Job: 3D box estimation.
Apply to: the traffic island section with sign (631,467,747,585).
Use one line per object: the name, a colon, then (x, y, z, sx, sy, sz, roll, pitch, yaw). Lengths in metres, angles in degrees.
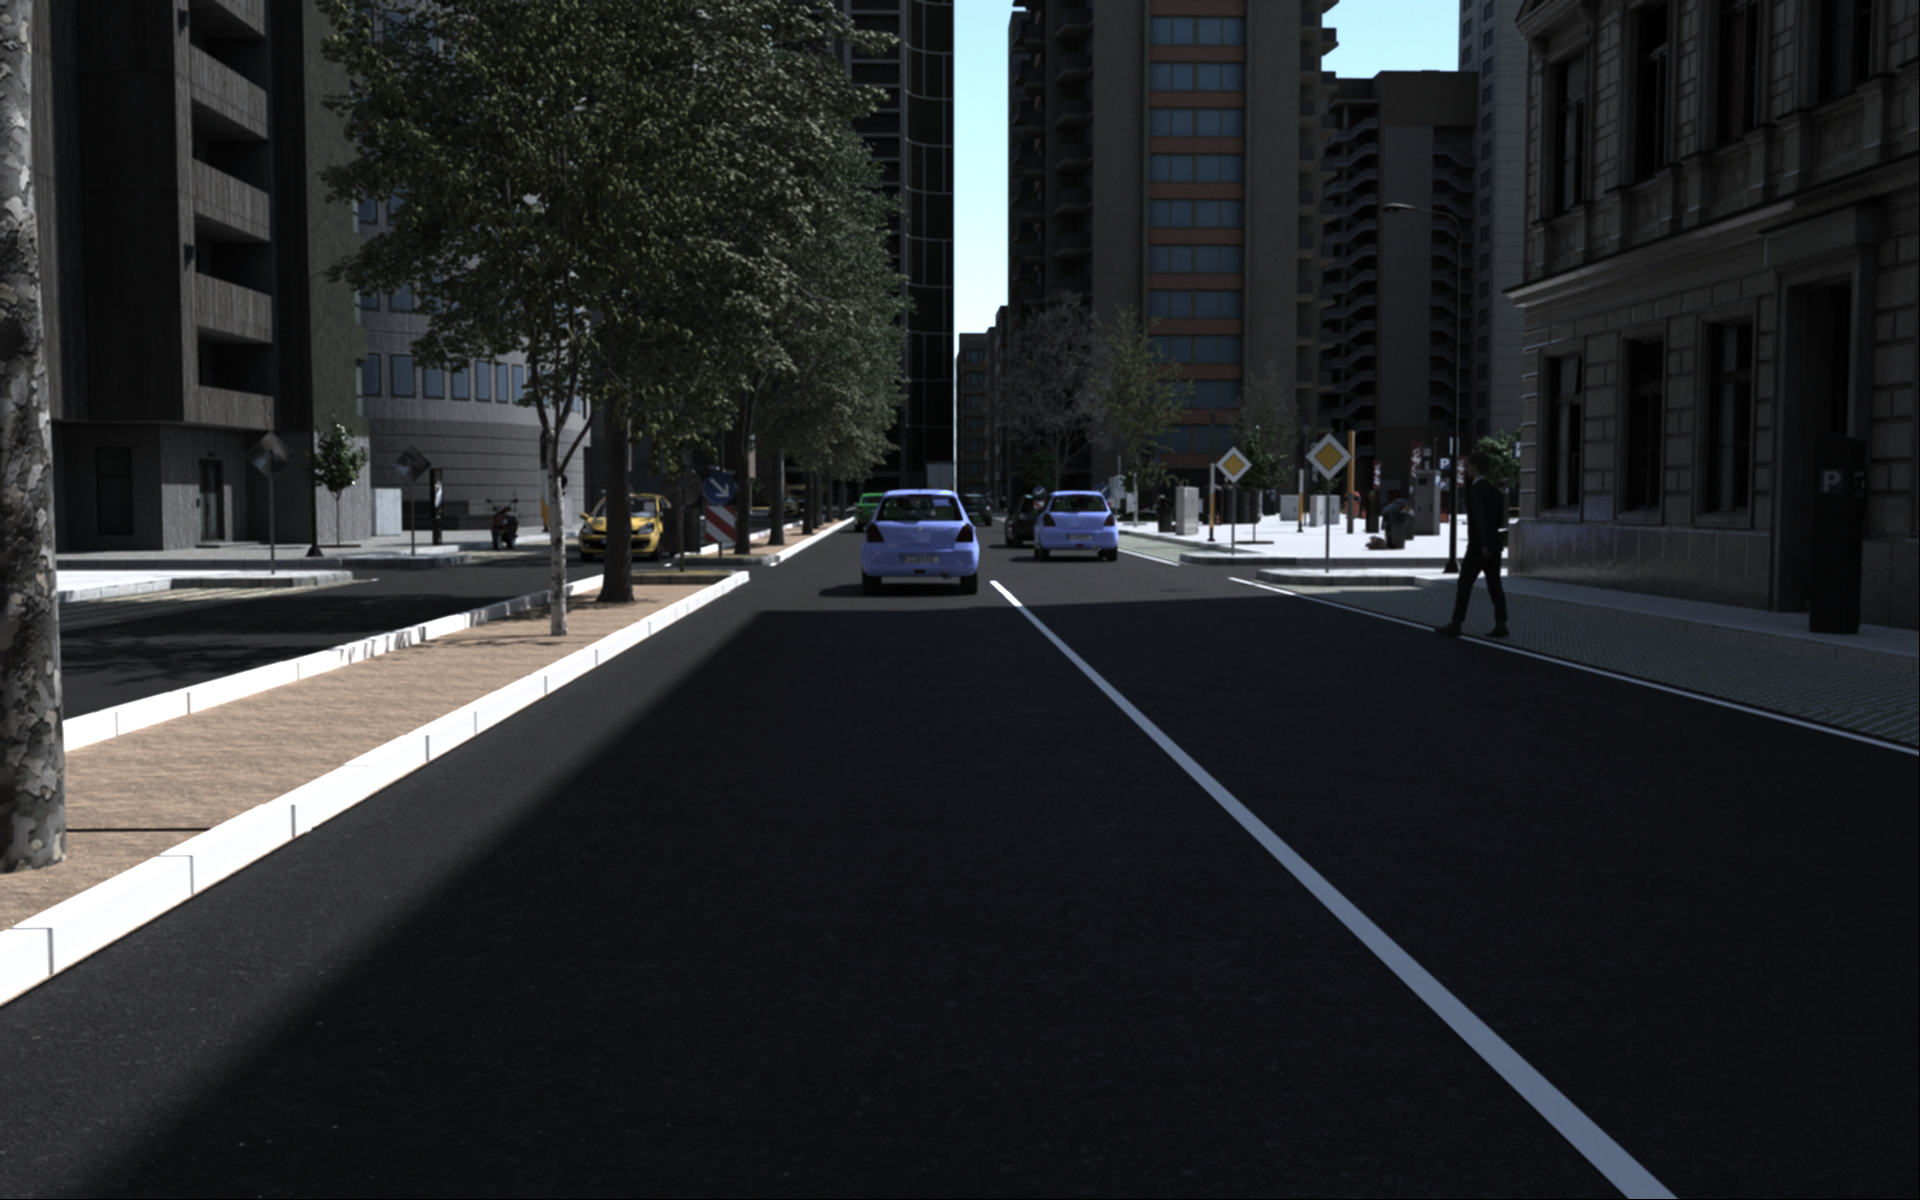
traffic island section with sign: (-4.597, -1.220, 28.086, 2.006, 1.907, 1.989, 0, 4, -2)

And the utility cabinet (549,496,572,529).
utility cabinet: (-14.653, -3.202, 63.518, 0.306, 1.237, 1.020, 2, 4, 26)

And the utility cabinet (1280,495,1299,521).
utility cabinet: (15.781, -4.366, 82.550, 1.020, 1.237, 0.306, 1, 4, 8)

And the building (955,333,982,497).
building: (14.307, -22.256, 208.921, 28.899, 21.520, 27.650, 0, 4, -2)

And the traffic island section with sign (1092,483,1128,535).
traffic island section with sign: (4.832, -3.227, 61.387, 1.989, 1.847, 2.006, 0, 4, -2)

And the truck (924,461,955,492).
truck: (-1.801, -10.054, 153.301, 2.839, 4.237, 11.283, 0, 4, -1)

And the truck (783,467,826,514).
truck: (-11.215, -7.892, 124.962, 3.469, 3.379, 9.791, 0, 4, -2)

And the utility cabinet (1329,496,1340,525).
utility cabinet: (15.464, -3.772, 72.830, 1.020, 1.237, 0.306, -1, 4, -20)

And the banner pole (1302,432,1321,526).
banner pole: (14.194, -4.893, 70.019, 0.863, 3.779, 0.401, 2, 4, 30)

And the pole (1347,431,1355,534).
pole: (12.622, -3.798, 55.939, 0.158, 3.312, 0.155, 0, 3, 0)

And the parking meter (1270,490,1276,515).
parking meter: (18.926, -5.896, 104.804, 0.372, 1.533, 0.369, 0, 3, 0)

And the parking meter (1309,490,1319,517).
parking meter: (19.424, -5.481, 95.330, 0.255, 1.863, 0.399, 2, 4, 35)

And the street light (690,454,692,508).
street light: (-15.015, -7.805, 100.151, 1.470, 5.913, 1.316, 0, 4, -2)

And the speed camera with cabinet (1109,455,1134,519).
speed camera with cabinet: (8.611, -5.763, 88.563, 2.038, 3.252, 0.660, -2, 4, -27)

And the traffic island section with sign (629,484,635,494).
traffic island section with sign: (-11.837, -3.215, 61.201, 1.989, 1.847, 2.006, 0, 4, -2)

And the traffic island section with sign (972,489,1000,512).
traffic island section with sign: (2.164, -7.915, 138.030, 1.989, 1.847, 2.006, 0, 4, -2)

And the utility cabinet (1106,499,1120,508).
utility cabinet: (9.613, -6.158, 109.369, 1.173, 1.500, 0.318, -3, 5, -41)

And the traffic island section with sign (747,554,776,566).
traffic island section with sign: (-4.846, -1.673, 35.489, 2.006, 1.907, 1.989, 0, 4, -2)

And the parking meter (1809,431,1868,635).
parking meter: (8.076, -0.624, 15.920, 0.255, 1.863, 0.399, -2, 4, -35)

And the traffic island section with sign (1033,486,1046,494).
traffic island section with sign: (3.896, -4.875, 88.326, 1.989, 1.847, 2.006, 0, 4, -2)

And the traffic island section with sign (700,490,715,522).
traffic island section with sign: (-12.771, -4.863, 88.140, 1.989, 1.847, 2.006, 0, 4, -2)

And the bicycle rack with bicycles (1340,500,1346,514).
bicycle rack with bicycles: (23.852, -5.911, 110.023, 2.925, 0.926, 2.852, -3, 4, -39)

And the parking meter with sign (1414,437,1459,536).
parking meter with sign: (14.538, -3.519, 53.802, 1.738, 3.016, 0.543, 3, 5, 44)

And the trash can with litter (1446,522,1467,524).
trash can with litter: (21.856, -3.858, 74.136, 2.233, 1.210, 1.678, 0, 4, 1)

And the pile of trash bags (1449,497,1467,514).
pile of trash bags: (31.982, -6.164, 110.535, 1.912, 1.369, 3.447, 3, 5, 40)

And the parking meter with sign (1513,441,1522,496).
parking meter with sign: (18.521, -3.674, 56.328, 0.543, 3.016, 1.738, 0, 4, -1)

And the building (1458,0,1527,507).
building: (61.734, -45.250, 178.091, 20.611, 71.187, 20.563, 0, 4, -2)

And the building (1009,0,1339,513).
building: (15.287, -29.019, 129.089, 22.147, 44.769, 28.867, 0, 4, -2)

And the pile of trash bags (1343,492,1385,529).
pile of trash bags: (15.736, -3.271, 63.238, 3.447, 1.369, 1.912, 1, 4, 21)

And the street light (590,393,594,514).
street light: (-13.915, -5.836, 67.952, 1.470, 5.913, 1.316, 0, 4, -2)

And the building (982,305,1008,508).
building: (16.989, -20.096, 173.608, 27.650, 21.520, 28.899, 0, 4, -2)

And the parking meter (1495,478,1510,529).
parking meter: (20.013, -3.551, 63.770, 0.399, 1.863, 0.255, -3, 4, -37)

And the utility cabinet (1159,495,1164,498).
utility cabinet: (10.637, -5.095, 94.471, 1.020, 1.237, 0.306, 2, 4, 35)

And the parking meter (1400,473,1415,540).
parking meter: (12.433, -2.595, 48.135, 0.255, 1.863, 0.399, 3, 5, 44)

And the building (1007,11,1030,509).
building: (11.052, -28.593, 151.094, 14.154, 41.232, 14.086, 0, 4, -2)

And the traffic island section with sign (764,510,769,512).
traffic island section with sign: (-14.496, -7.871, 137.319, 1.989, 1.847, 2.006, 0, 4, -2)

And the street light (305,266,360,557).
street light: (-12.683, -3.840, 35.319, 1.470, 5.913, 1.316, 0, 4, -2)

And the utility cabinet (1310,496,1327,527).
utility cabinet: (13.987, -3.469, 67.878, 0.306, 1.237, 1.020, 2, 4, 27)

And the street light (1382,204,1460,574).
street light: (7.457, -3.387, 27.926, 1.470, 5.913, 1.316, 0, 4, -2)

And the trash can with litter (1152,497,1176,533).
trash can with litter: (6.968, -2.835, 57.746, 1.055, 1.170, 0.624, -3, 5, -40)

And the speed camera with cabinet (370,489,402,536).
speed camera with cabinet: (-17.992, -3.561, 52.555, 0.660, 3.252, 2.038, 3, 4, 37)

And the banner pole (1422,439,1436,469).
banner pole: (21.404, -5.436, 78.903, 0.401, 3.779, 0.863, -3, 5, -44)

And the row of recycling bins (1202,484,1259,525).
row of recycling bins: (11.663, -4.107, 74.267, 1.069, 1.692, 3.534, 3, 5, 44)

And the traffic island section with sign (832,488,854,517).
traffic island section with sign: (-7.481, -6.266, 110.582, 2.006, 1.907, 1.989, 0, 4, -2)

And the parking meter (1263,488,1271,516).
parking meter: (18.083, -5.889, 101.998, 0.399, 1.863, 0.255, -1, 4, -22)

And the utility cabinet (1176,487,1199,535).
utility cabinet: (7.102, -2.774, 54.034, 0.318, 1.500, 1.173, 2, 4, 30)

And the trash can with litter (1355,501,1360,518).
trash can with litter: (21.475, -5.002, 93.164, 0.624, 1.170, 1.055, -3, 5, -41)

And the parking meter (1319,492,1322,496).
parking meter: (22.385, -6.241, 107.755, 0.255, 1.863, 0.399, 2, 4, 23)

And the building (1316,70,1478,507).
building: (44.255, -32.452, 180.707, 14.200, 45.320, 14.600, 0, 4, -2)

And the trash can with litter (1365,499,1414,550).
trash can with litter: (9.936, -1.755, 40.084, 1.055, 1.170, 0.624, -2, 4, -31)

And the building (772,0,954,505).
building: (-10.946, -46.764, 202.845, 20.611, 71.187, 20.563, 0, 4, -2)
